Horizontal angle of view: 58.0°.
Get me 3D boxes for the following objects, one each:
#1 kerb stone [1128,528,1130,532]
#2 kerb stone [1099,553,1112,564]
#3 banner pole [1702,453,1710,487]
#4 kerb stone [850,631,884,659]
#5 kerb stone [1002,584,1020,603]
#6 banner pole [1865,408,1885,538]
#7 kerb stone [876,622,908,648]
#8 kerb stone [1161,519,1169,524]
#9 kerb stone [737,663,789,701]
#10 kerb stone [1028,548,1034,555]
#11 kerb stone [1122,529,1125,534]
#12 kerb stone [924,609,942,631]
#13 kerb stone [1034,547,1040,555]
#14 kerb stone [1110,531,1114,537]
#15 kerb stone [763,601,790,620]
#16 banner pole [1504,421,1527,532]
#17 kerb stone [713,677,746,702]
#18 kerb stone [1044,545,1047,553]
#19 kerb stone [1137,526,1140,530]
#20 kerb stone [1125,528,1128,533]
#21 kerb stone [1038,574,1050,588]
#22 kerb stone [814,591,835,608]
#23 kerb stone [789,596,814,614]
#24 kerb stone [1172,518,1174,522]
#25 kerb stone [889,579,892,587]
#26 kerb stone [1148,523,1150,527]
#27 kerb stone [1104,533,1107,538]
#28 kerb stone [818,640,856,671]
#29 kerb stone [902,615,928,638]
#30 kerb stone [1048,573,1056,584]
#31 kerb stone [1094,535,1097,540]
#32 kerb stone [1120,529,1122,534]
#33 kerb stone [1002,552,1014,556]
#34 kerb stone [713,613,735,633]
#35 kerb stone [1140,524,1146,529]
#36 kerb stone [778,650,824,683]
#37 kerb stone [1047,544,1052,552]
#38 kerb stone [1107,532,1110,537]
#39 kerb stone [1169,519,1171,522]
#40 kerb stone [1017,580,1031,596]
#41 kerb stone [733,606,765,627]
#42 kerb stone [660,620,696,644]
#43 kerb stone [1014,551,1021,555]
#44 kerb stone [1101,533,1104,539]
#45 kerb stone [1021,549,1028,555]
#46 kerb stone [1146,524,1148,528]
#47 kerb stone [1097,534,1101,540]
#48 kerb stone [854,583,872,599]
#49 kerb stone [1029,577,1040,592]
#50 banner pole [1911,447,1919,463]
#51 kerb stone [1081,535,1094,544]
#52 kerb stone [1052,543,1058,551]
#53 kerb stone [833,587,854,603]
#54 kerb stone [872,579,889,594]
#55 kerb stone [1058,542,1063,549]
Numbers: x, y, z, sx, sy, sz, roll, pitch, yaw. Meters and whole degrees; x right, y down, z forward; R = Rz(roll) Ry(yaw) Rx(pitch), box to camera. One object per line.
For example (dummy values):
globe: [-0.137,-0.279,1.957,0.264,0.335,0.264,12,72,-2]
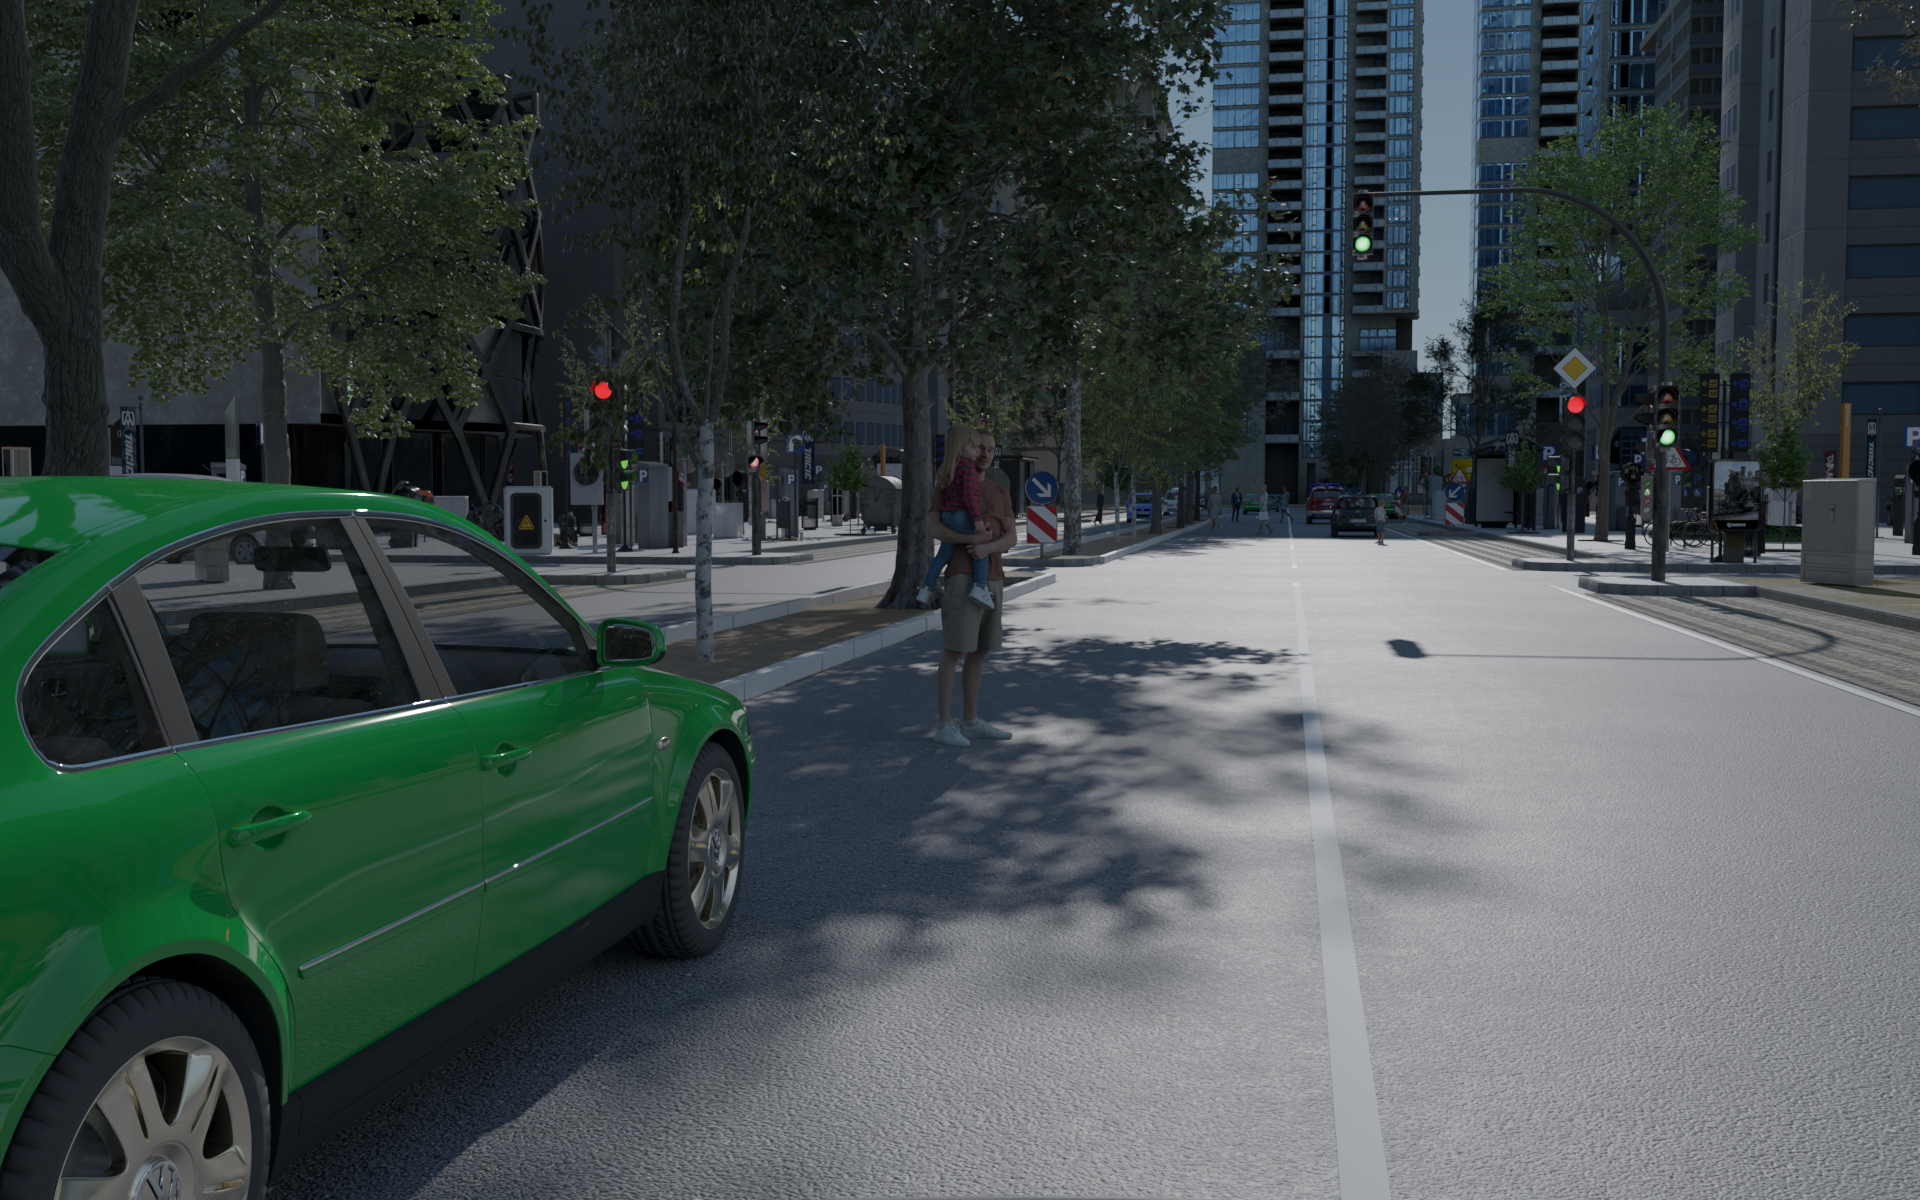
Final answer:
kerb stone: [6.074,-2.542,63.762,0.120,0.150,1.000,1,4,11]
kerb stone: [3.011,-0.854,36.163,0.120,0.150,1.000,1,4,11]
banner pole: [33.546,-5.391,78.153,0.863,3.779,0.401,0,4,-2]
kerb stone: [-0.878,0.413,15.505,0.120,0.150,1.000,1,4,11]
kerb stone: [0.645,-0.084,23.574,0.120,0.150,1.000,1,4,11]
banner pole: [26.640,-3.698,50.483,0.863,3.779,0.401,-2,4,-29]
kerb stone: [-0.686,0.347,16.525,0.120,0.150,1.000,1,4,11]
kerb stone: [10.054,-3.836,84.919,0.120,0.150,1.000,1,4,11]
kerb stone: [-1.452,0.594,12.478,0.120,0.150,1.000,1,4,11]
kerb stone: [1.511,-1.063,39.569,0.120,0.150,1.000,1,4,11]
kerb stone: [5.698,-2.419,61.738,0.120,0.150,1.000,1,4,11]
kerb stone: [-0.305,0.223,18.544,0.120,0.150,1.000,1,4,11]
kerb stone: [1.706,-1.124,40.573,0.120,0.150,1.000,1,4,11]
kerb stone: [4.939,-2.169,57.704,0.120,0.150,1.000,1,4,11]
kerb stone: [-2.184,0.139,19.925,0.120,0.150,1.000,1,4,11]
banner pole: [19.109,-4.250,59.498,0.863,3.779,0.401,2,4,28]
kerb stone: [-1.643,0.657,11.473,0.120,0.150,1.000,1,4,11]
kerb stone: [1.891,-1.186,41.583,0.120,0.150,1.000,1,4,11]
kerb stone: [6.835,-2.786,67.786,0.120,0.150,1.000,1,4,11]
kerb stone: [5.883,-2.479,62.743,0.120,0.150,1.000,1,4,11]
kerb stone: [1.211,-0.269,26.588,0.120,0.150,1.000,1,4,11]
kerb stone: [-1.808,0.024,21.942,0.120,0.150,1.000,1,4,11]
kerb stone: [-1.989,0.078,20.928,0.120,0.150,1.000,1,4,11]
kerb stone: [10.627,-4.021,87.945,0.120,0.150,1.000,1,4,11]
kerb stone: [-1.042,-0.229,25.964,0.120,0.150,1.000,1,4,11]
kerb stone: [7.781,-3.097,72.826,0.120,0.150,1.000,1,4,11]
kerb stone: [4.550,-2.049,55.689,0.120,0.150,1.000,1,4,11]
kerb stone: [-1.072,0.471,14.498,0.120,0.150,1.000,1,4,11]
kerb stone: [-0.508,0.285,17.532,0.120,0.150,1.000,1,4,11]
kerb stone: [1.400,-0.327,27.594,0.120,0.150,1.000,1,4,11]
kerb stone: [3.983,-1.863,52.662,0.120,0.150,1.000,1,4,11]
kerb stone: [5.499,-2.357,60.726,0.120,0.150,1.000,1,4,11]
kerb stone: [0.943,-0.878,36.555,0.120,0.150,1.000,1,4,11]
kerb stone: [-2.570,0.262,17.918,0.120,0.150,1.000,1,4,11]
kerb stone: [7.403,-2.967,70.801,0.120,0.150,1.000,1,4,11]
kerb stone: [-1.269,0.532,13.492,0.120,0.150,1.000,1,4,11]
kerb stone: [2.085,-1.243,42.587,0.120,0.150,1.000,1,4,11]
kerb stone: [4.733,-2.110,56.695,0.120,0.150,1.000,1,4,11]
kerb stone: [10.254,-3.895,85.931,0.120,0.150,1.000,1,4,11]
kerb stone: [0.834,-0.146,24.579,0.120,0.150,1.000,1,4,11]
kerb stone: [-2.369,0.200,18.920,0.120,0.150,1.000,1,4,11]
kerb stone: [-2.752,0.324,16.896,0.120,0.150,1.000,1,4,11]
kerb stone: [1.134,-0.940,37.559,0.120,0.150,1.000,1,4,11]
kerb stone: [4.364,-1.987,54.684,0.120,0.150,1.000,1,4,11]
kerb stone: [1.322,-0.997,38.564,0.120,0.150,1.000,1,4,11]
kerb stone: [7.592,-3.035,71.820,0.120,0.150,1.000,1,4,11]
kerb stone: [4.171,-1.925,53.667,0.120,0.150,1.000,1,4,11]
kerb stone: [-1.426,-0.106,23.950,0.120,0.150,1.000,1,4,11]
kerb stone: [1.017,-0.205,25.585,0.120,0.150,1.000,1,4,11]
banner pole: [37.198,-4.723,67.233,0.401,3.779,0.863,-1,4,-11]
kerb stone: [3.802,-1.802,51.656,0.120,0.150,1.000,1,4,11]
kerb stone: [2.276,-1.309,43.591,0.120,0.150,1.000,1,4,11]
kerb stone: [-1.613,-0.043,22.945,0.120,0.150,1.000,1,4,11]
kerb stone: [-1.230,-0.169,24.955,0.120,0.150,1.000,1,4,11]
kerb stone: [2.468,-1.365,44.596,0.120,0.150,1.000,1,4,11]
